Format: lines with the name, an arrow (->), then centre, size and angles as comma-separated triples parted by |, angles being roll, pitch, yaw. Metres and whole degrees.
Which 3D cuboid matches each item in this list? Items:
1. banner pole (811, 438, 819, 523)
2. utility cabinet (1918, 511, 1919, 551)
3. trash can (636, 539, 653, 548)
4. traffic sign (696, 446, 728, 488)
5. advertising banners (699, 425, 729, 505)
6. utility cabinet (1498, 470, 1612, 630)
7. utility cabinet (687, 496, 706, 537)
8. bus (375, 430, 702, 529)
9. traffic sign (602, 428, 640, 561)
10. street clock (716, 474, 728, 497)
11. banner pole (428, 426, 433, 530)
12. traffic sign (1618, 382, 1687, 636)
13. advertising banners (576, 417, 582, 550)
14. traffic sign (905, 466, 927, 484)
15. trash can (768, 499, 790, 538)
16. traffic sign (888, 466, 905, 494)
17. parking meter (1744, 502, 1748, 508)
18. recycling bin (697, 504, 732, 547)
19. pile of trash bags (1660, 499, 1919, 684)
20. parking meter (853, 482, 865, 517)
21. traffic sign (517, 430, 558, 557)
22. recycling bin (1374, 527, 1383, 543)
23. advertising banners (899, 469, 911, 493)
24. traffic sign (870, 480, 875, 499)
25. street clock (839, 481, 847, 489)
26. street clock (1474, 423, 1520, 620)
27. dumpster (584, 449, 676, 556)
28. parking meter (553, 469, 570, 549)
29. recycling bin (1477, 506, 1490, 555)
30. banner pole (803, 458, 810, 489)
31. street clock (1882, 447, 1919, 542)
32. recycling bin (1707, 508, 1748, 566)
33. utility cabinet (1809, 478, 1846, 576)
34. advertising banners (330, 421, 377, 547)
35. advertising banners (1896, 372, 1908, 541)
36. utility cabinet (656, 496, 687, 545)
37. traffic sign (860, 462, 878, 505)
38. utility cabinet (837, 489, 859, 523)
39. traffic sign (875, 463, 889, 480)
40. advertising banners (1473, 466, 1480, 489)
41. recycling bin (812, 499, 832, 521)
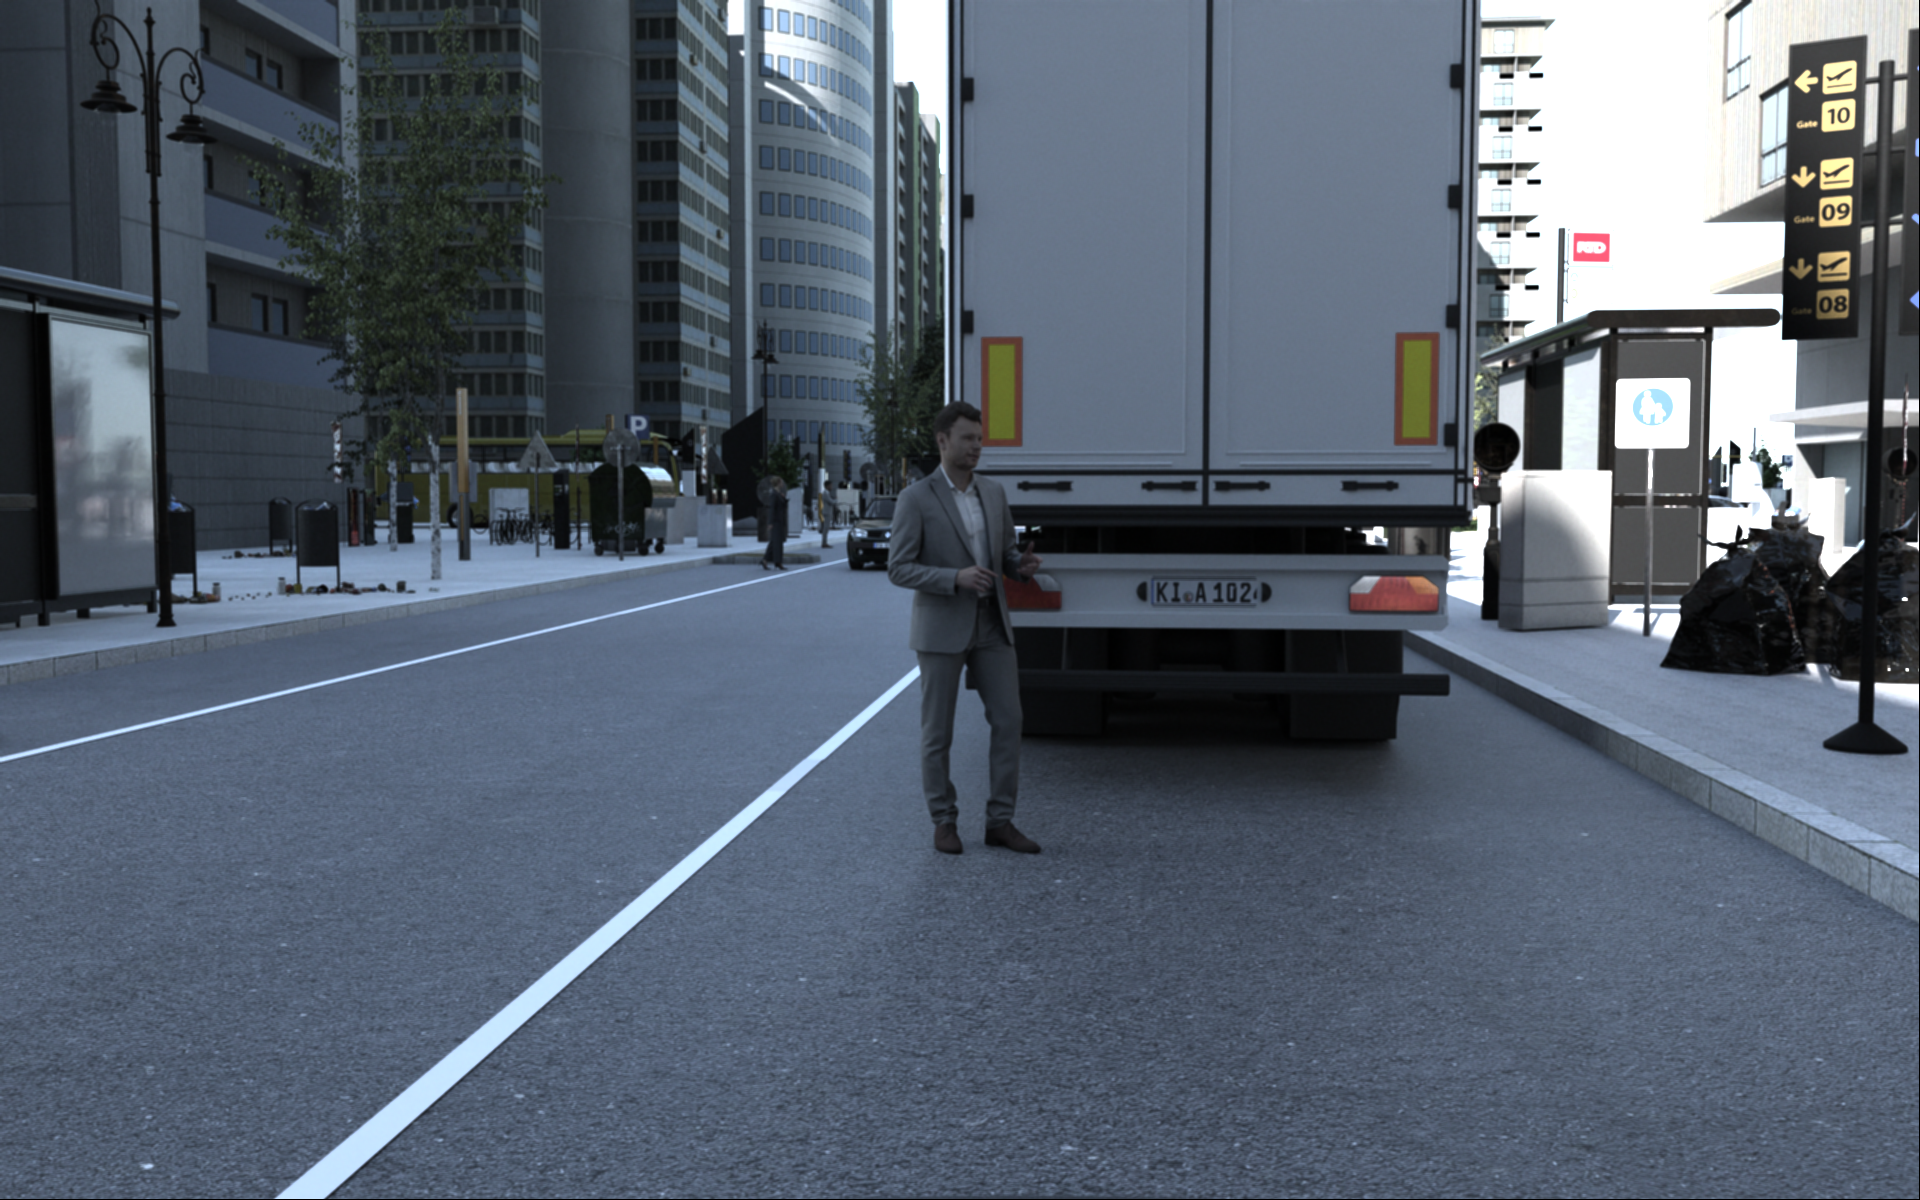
banner pole -> -6.258, -5.357, 77.604 | 0.401, 3.779, 0.863 | -1, 4, -21
utility cabinet -> 10.945, -0.463, 18.734 | 1.020, 1.237, 0.306 | 2, 4, 29
trash can -> -7.682, -1.830, 41.570 | 0.748, 1.137, 0.748 | 0, 3, 0
traffic sign -> -6.656, -2.845, 46.514 | 0.884, 2.594, 0.081 | 0, 4, 6
advertising banners -> -6.387, -2.983, 44.966 | 0.090, 3.025, 2.074 | 1, 4, 12
utility cabinet -> 5.650, -0.476, 16.464 | 1.173, 1.500, 0.318 | -2, 4, -30
utility cabinet -> -8.082, -2.483, 51.751 | 1.020, 1.237, 0.306 | -3, 5, -43
bus -> -16.152, -4.610, 66.923 | 12.252, 3.916, 2.896 | 0, 4, 4
traffic sign -> -6.527, -2.031, 33.308 | 0.768, 2.556, 0.104 | 1, 4, 12
street clock -> -7.103, -2.881, 51.672 | 0.358, 2.002, 0.471 | -2, 4, -25
banner pole -> -18.856, -4.392, 61.831 | 0.401, 3.779, 0.863 | 0, 4, -2
traffic sign -> 6.194, -0.821, 15.560 | 0.606, 2.300, 0.079 | 1, 4, 12
advertising banners -> -8.758, -2.665, 39.755 | 0.090, 3.025, 2.074 | -1, 4, -11
traffic sign -> -1.559, -3.528, 61.329 | 0.795, 2.450, 0.064 | 0, 4, 5
trash can -> -5.092, -2.234, 48.185 | 0.748, 1.137, 0.748 | 0, 3, 0
traffic sign -> -2.979, -4.904, 80.178 | 0.884, 2.594, 0.081 | 1, 4, 11
parking meter -> 24.004, -2.866, 52.566 | 0.399, 1.863, 0.255 | -1, 4, -18
recycling bin -> -5.939, -1.798, 41.946 | 0.722, 1.027, 0.722 | 0, 4, 4
pile of trash bags -> 6.979, -0.207, 13.144 | 3.447, 1.369, 1.912 | -3, 4, -38
parking meter -> -4.946, -4.779, 83.855 | 0.399, 1.863, 0.255 | 2, 4, 34
traffic sign -> -8.572, -2.145, 35.082 | 0.884, 2.594, 0.081 | 1, 4, 11
recycling bin -> 10.747, -2.022, 45.622 | 0.722, 1.027, 0.722 | 0, 4, 7
advertising banners -> -4.244, -7.589, 120.261 | 2.074, 3.025, 0.090 | -2, 4, -25
traffic sign -> -3.970, -4.949, 81.030 | 0.768, 2.556, 0.104 | 0, 4, 7
street clock -> -6.708, -5.795, 99.310 | 0.471, 2.002, 0.358 | -3, 4, -38
street clock -> 5.442, -0.801, 17.670 | 0.471, 2.002, 0.358 | 1, 4, 11
dumpster -> -6.978, -2.087, 36.624 | 1.502, 2.255, 1.985 | 0, 4, 5
parking meter -> -9.305, -2.125, 40.447 | 0.255, 1.863, 0.399 | 1, 4, 11
recycling bin -> 11.321, -1.449, 36.253 | 0.722, 1.027, 0.722 | -1, 4, -9
banner pole -> -9.283, -7.111, 106.280 | 0.863, 3.779, 0.401 | -1, 4, -12
street clock -> 14.546, -1.363, 26.859 | 0.471, 2.002, 0.358 | 0, 4, 5
recycling bin -> 13.536, -1.125, 30.945 | 0.722, 1.027, 0.722 | -1, 4, -18
utility cabinet -> 12.087, -0.948, 24.176 | 0.318, 1.500, 1.173 | 2, 4, 34
advertising banners -> -14.803, -2.819, 42.275 | 0.090, 3.025, 2.074 | 1, 4, 9
advertising banners -> 13.274, -1.725, 24.388 | 0.090, 3.025, 2.074 | 2, 4, 30
utility cabinet -> -7.411, -2.022, 44.216 | 0.306, 1.237, 1.020 | 1, 4, 17
traffic sign -> -3.650, -4.238, 69.394 | 0.768, 2.556, 0.104 | 1, 4, 8
utility cabinet -> -4.908, -4.115, 75.965 | 0.318, 1.500, 1.173 | -3, 5, -45
traffic sign -> -3.307, -4.349, 71.219 | 0.768, 2.556, 0.104 | 1, 4, 10
advertising banners -> 25.652, -5.623, 88.127 | 0.090, 3.025, 2.074 | -3, 4, -38
recycling bin -> -6.617, -4.303, 82.915 | 0.722, 1.027, 0.722 | -2, 4, -33
